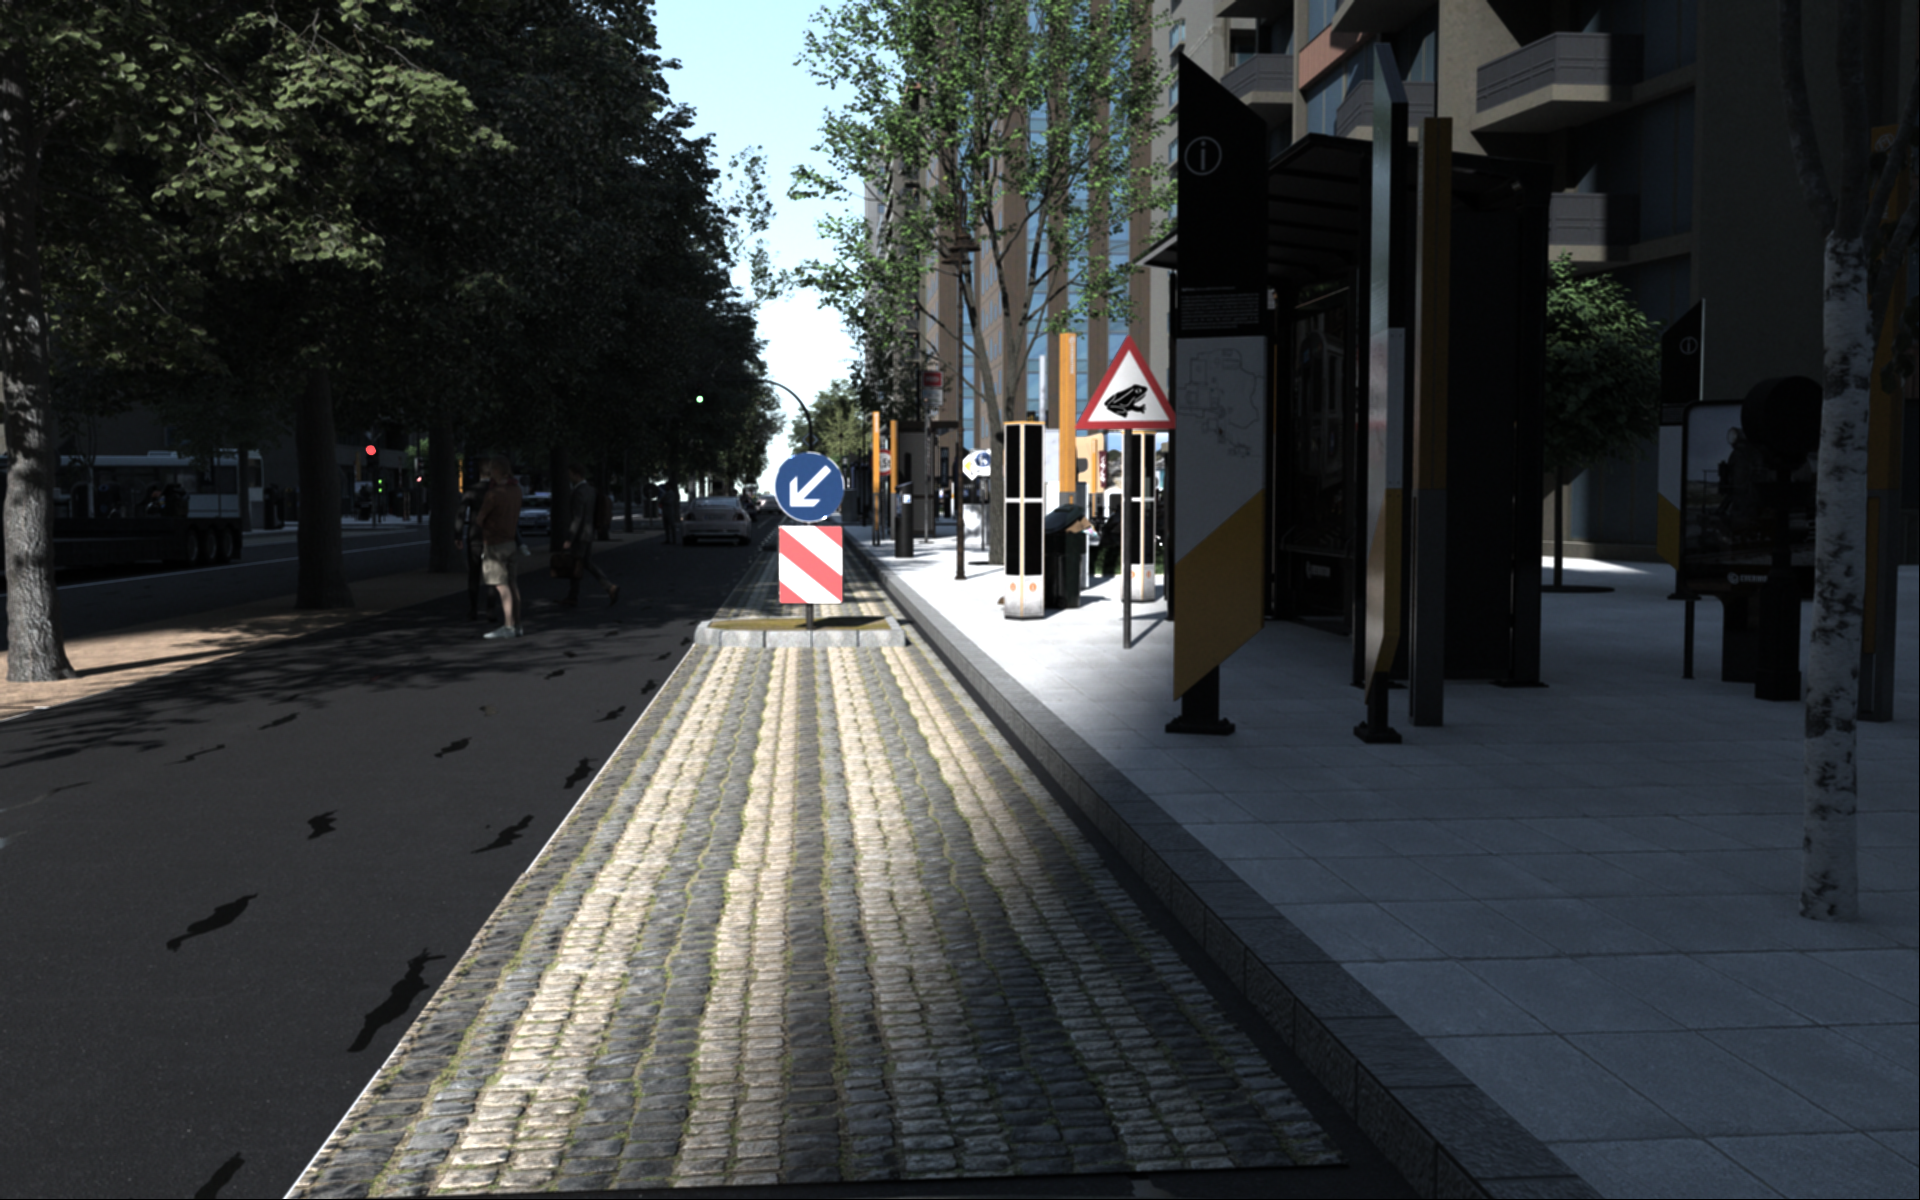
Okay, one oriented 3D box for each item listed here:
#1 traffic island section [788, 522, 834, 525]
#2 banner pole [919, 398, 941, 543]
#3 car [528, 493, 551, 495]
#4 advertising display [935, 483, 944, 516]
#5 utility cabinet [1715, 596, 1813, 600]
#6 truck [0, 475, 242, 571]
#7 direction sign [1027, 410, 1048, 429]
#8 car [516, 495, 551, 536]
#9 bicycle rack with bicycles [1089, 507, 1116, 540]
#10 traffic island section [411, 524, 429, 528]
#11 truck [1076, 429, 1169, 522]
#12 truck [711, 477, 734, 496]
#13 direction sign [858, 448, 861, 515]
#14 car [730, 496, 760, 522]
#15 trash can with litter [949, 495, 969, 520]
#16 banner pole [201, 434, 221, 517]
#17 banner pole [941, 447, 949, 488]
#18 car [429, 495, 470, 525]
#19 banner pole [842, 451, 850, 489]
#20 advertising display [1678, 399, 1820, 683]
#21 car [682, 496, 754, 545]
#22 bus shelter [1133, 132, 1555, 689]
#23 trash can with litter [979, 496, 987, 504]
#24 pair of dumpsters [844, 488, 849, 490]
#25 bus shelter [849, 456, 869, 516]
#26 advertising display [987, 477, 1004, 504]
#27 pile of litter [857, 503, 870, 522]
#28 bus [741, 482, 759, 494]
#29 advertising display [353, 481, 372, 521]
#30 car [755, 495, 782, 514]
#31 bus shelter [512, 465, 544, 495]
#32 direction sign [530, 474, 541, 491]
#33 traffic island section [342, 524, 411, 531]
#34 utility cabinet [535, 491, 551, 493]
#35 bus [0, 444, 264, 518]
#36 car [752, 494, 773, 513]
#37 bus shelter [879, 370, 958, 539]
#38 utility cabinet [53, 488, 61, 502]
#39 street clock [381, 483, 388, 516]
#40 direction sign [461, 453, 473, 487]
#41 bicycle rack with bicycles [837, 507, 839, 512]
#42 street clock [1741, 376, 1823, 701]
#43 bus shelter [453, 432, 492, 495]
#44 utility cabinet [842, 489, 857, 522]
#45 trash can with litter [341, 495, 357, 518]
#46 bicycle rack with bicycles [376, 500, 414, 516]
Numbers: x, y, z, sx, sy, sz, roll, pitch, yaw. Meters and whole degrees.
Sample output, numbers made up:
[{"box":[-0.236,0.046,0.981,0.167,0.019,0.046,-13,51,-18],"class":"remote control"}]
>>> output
[{"box":[-6.615,-3.342,76.914,2.009,0.180,2.903,0,4,-5],"class":"traffic island section"},{"box":[-0.839,-3.363,44.998,0.401,3.779,0.863,-1,4,-11],"class":"banner pole"},{"box":[-20.138,-4.468,82.643,1.945,1.707,3.694,0,4,-4],"class":"car"},{"box":[-1.422,-5.993,103.201,0.974,1.923,0.123,-2,4,-30],"class":"advertising display"},{"box":[9.773,-0.745,20.860,1.173,1.500,0.318,1,4,14],"class":"utility cabinet"},{"box":[-15.489,-2.276,26.977,2.967,4.110,18.799,0,4,-5],"class":"truck"},{"box":[2.099,-3.376,47.203,0.379,3.537,0.876,-3,4,-37],"class":"direction sign"},{"box":[-14.810,-2.953,60.291,2.014,1.417,4.499,0,4,-7],"class":"car"},{"box":[4.011,-2.186,49.120,2.925,0.926,2.852,-1,4,-14],"class":"bicycle rack with bicycles"},{"box":[-23.539,-3.249,75.409,2.009,0.180,2.903,0,4,-5],"class":"traffic island section"},{"box":[8.330,-5.211,74.117,11.283,4.237,2.839,0,4,-5],"class":"truck"},{"box":[-27.562,-12.985,201.224,2.839,4.237,11.283,0,4,-6],"class":"truck"},{"box":[-4.925,-5.707,85.304,0.379,3.537,0.876,0,4,4],"class":"direction sign"},{"box":[-11.412,-4.738,90.039,1.945,1.354,3.894,0,4,-5],"class":"car"},{"box":[0.562,-4.648,87.054,2.233,1.210,1.678,0,4,-3],"class":"trash can with litter"},{"box":[-28.011,-4.579,64.882,0.863,3.779,0.401,-1,4,-22],"class":"banner pole"},{"box":[-0.861,-5.579,81.237,0.863,3.779,0.401,-2,4,-33],"class":"banner pole"},{"box":[-23.954,-4.282,82.367,2.083,1.381,4.827,0,4,-6],"class":"car"},{"box":[-6.557,-6.754,100.438,0.401,3.779,0.863,-3,5,-44],"class":"banner pole"},{"box":[5.387,-0.398,11.726,0.974,1.923,0.123,3,5,41],"class":"advertising display"},{"box":[-6.973,-2.291,49.819,2.083,1.381,4.827,0,4,-6],"class":"car"},{"box":[2.860,-1.418,14.471,1.731,3.624,6.357,0,4,-5],"class":"bus shelter"},{"box":[1.413,-4.391,83.173,1.055,1.170,0.624,0,4,6],"class":"trash can with litter"},{"box":[-7.297,-6.879,114.960,1.574,2.255,4.437,0,4,-5],"class":"pair of dumpsters"},{"box":[-4.853,-6.068,93.127,2.014,3.302,5.546,0,4,-5],"class":"bus shelter"},{"box":[1.536,-3.790,67.180,0.974,1.923,0.123,0,4,-3],"class":"advertising display"},{"box":[-4.528,-4.563,88.573,1.176,0.858,1.719,-1,4,-19],"class":"pile of litter"},{"box":[-35.919,-18.673,296.848,2.896,3.916,12.252,0,4,-5],"class":"bus"},{"box":[-28.523,-4.756,82.969,0.974,1.923,0.123,-2,4,-25],"class":"advertising display"},{"box":[-13.794,-6.901,125.185,2.083,1.381,4.827,0,4,-5],"class":"car"},{"box":[-31.198,-7.962,124.109,2.014,3.302,5.546,0,4,-5],"class":"bus shelter"},{"box":[-33.337,-8.810,136.043,0.876,3.537,0.379,0,4,1],"class":"direction sign"},{"box":[-22.827,-2.763,67.456,2.009,0.180,2.903,0,4,-5],"class":"traffic island section"},{"box":[-31.331,-7.431,130.169,1.173,1.500,0.318,-3,5,-39],"class":"utility cabinet"},{"box":[-35.743,-4.653,70.940,13.247,3.499,2.948,0,4,-4],"class":"bus"},{"box":[-15.130,-7.300,131.156,2.131,1.459,4.920,0,4,-4],"class":"car"},{"box":[-1.396,-4.656,53.756,2.179,5.291,8.768,0,4,-5],"class":"bus shelter"},{"box":[-34.816,-3.492,65.778,1.173,1.500,0.318,-1,4,-20],"class":"utility cabinet"},{"box":[-34.433,-6.049,103.474,0.358,2.002,0.471,2,4,33],"class":"street clock"},{"box":[-27.041,-6.293,94.883,0.379,3.537,0.876,3,4,38],"class":"direction sign"},{"box":[-8.185,-6.848,125.342,2.852,0.926,2.925,-1,4,-17],"class":"bicycle rack with bicycles"},{"box":[5.106,-0.378,10.757,0.471,2.002,0.358,-1,4,-12],"class":"street clock"},{"box":[-28.491,-7.514,100.482,2.179,5.291,8.768,0,4,-5],"class":"bus shelter"},{"box":[-4.978,-4.225,77.757,0.318,1.500,1.173,-2,4,-25],"class":"utility cabinet"},{"box":[-33.146,-5.102,94.483,2.233,1.210,1.678,0,4,1],"class":"trash can with litter"},{"box":[-32.733,-5.262,99.415,2.852,0.926,2.925,0,4,4],"class":"bicycle rack with bicycles"}]
